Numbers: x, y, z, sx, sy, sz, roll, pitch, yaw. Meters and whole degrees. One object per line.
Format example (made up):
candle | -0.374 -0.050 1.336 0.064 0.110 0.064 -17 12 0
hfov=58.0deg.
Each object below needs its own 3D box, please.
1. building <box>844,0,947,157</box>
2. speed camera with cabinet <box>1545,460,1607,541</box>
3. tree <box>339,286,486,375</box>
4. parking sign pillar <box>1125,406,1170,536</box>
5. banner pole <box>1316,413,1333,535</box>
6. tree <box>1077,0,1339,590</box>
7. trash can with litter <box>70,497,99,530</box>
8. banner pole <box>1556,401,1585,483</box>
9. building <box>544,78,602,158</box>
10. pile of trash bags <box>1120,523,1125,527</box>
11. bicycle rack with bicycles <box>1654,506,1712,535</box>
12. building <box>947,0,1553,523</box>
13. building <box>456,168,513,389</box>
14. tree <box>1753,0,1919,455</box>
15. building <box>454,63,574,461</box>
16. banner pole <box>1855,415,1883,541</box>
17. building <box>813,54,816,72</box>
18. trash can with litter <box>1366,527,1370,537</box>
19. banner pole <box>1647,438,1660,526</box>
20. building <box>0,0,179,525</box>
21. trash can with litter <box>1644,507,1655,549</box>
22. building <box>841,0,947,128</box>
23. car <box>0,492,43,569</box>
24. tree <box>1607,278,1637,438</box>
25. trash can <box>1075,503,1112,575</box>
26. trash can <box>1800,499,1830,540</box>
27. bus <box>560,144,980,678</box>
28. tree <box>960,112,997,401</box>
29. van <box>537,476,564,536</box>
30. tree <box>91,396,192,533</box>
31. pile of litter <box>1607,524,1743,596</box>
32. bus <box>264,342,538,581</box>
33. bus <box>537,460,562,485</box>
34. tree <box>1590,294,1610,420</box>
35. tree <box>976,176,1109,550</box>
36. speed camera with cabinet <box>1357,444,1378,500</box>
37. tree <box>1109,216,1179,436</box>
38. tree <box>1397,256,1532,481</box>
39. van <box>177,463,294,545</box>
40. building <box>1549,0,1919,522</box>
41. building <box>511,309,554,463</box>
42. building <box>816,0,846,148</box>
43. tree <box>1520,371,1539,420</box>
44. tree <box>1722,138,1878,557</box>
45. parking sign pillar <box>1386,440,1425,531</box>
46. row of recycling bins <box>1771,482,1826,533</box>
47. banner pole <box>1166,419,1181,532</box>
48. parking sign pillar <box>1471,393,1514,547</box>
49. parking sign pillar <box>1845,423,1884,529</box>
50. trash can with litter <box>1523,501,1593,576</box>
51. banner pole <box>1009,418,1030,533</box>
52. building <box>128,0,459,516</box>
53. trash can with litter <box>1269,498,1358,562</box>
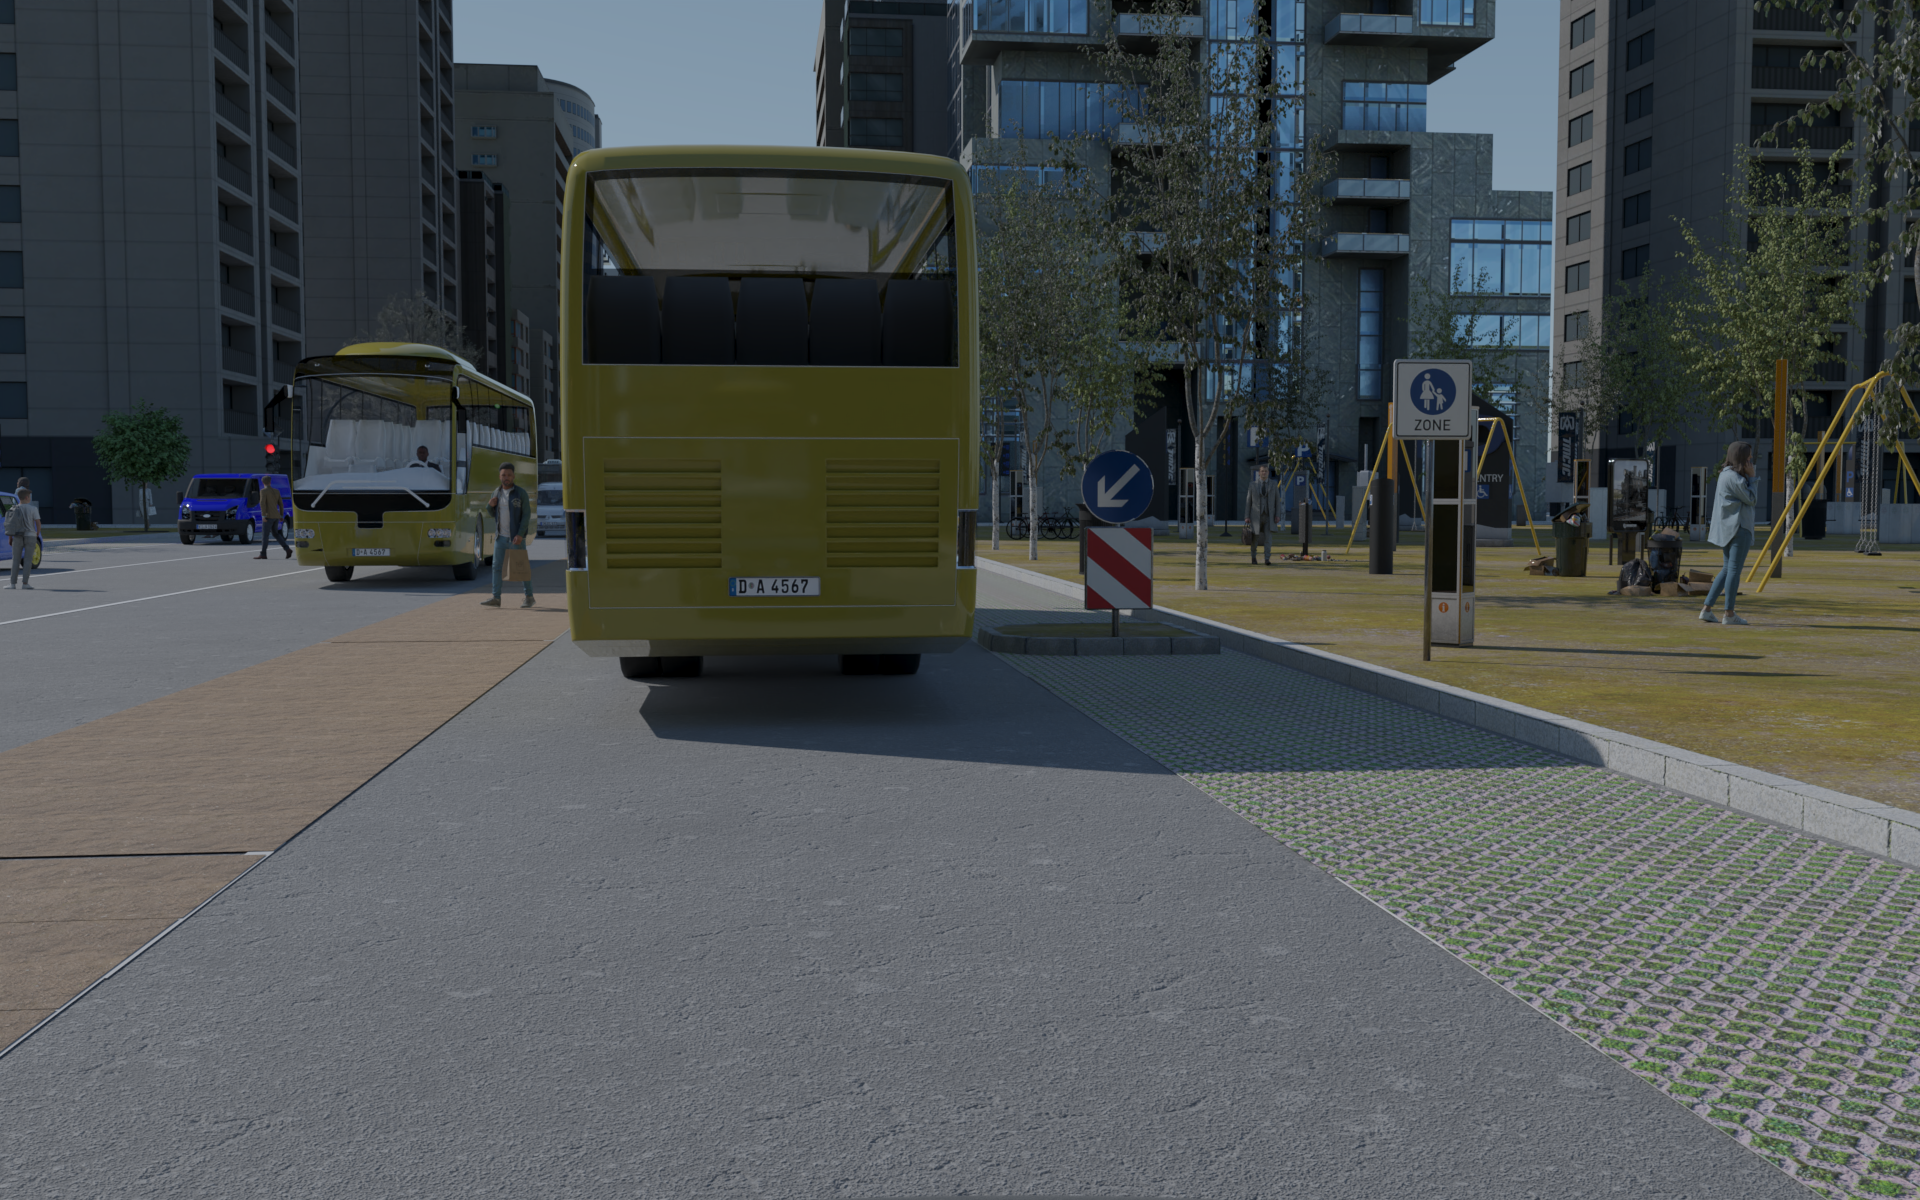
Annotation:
building | -0.176 -20.471 106.407 14.160 30.474 14.107 0 4 -7
speed camera with cabinet | 17.025 -3.270 47.803 2.038 3.252 0.660 -2 4 -34
tree | -32.528 -11.754 102.548 12.009 13.543 11.850 0 3 0
parking sign pillar | 5.787 -3.986 53.644 1.447 3.967 1.447 2 4 26
banner pole | 11.347 -3.917 54.064 0.401 3.779 0.863 -1 4 -21
tree | 3.158 -4.424 22.701 4.360 8.622 3.978 0 3 0
trash can with litter | -30.771 -3.028 60.898 0.624 1.170 1.055 0 4 -3
banner pole | 16.465 -3.459 46.570 0.863 3.779 0.401 0 4 2
building | -61.890 -42.902 243.440 21.231 58.520 28.212 0 4 -7
pile of trash bags | 6.154 -3.312 63.908 1.912 1.369 3.447 -2 4 -24
bicycle rack with bicycles | 21.572 -2.299 50.971 2.925 0.926 2.852 -2 4 -24
building | 11.422 -47.361 87.021 31.000 86.520 22.319 0 4 -7
building | -47.756 -23.351 153.493 14.160 30.474 14.107 0 4 -7
tree | 6.835 -3.729 11.325 4.360 8.622 3.978 0 3 0
building | -56.105 -35.192 199.093 21.300 48.544 21.600 0 4 -7
banner pole | 25.265 -3.548 48.035 0.863 3.779 0.401 3 4 36
building | -0.951 -36.639 188.288 28.713 52.752 27.495 0 4 -7
trash can with litter | 12.373 -2.434 51.185 1.055 1.170 0.624 2 4 30
banner pole | 27.626 -4.832 69.022 0.401 3.779 0.863 -2 4 -31
building | -40.595 -39.292 80.676 20.563 71.187 20.611 0 4 -7
trash can with litter | 16.174 -1.779 40.471 1.055 1.170 0.624 1 4 16
building | 2.172 -31.619 136.572 23.786 49.044 30.456 0 4 -7
car | -18.412 -1.358 31.788 1.945 1.707 3.694 0 4 -5
tree | 19.572 -5.677 43.178 4.737 8.622 4.395 0 3 0
trash can | 2.119 -0.900 26.363 0.748 1.137 0.748 0 3 0
trash can | 24.070 -2.272 48.807 0.748 1.137 0.748 0 3 0
bus | -1.824 -1.523 16.447 2.896 3.916 12.252 0 4 -7
tree | 1.293 -5.068 33.220 4.360 8.622 3.978 0 3 0
van | -13.588 -3.137 58.297 2.013 2.044 4.112 0 4 -6
tree | -27.520 -4.570 58.433 4.285 4.588 4.351 0 3 0
pile of litter | 9.142 -0.498 22.105 1.719 0.858 1.176 1 4 13
bus | -9.662 -2.459 31.755 2.896 3.916 12.252 0 4 -8
bus | -21.646 -5.944 92.038 2.948 3.499 13.247 0 4 -7
tree | 22.208 -6.433 55.547 4.737 8.622 4.395 0 3 0
tree | 0.583 -5.459 39.616 4.737 8.622 4.395 0 3 0
speed camera with cabinet | 16.747 -4.531 68.425 2.038 3.252 0.660 3 4 39
tree | 3.549 -5.808 45.324 4.737 8.622 4.395 0 3 0
tree | 15.647 -6.392 54.864 4.737 8.622 4.395 0 3 0
van | -21.282 -2.846 50.921 2.240 2.365 5.245 0 4 -5
building | 45.316 -39.789 88.798 20.611 71.187 20.563 0 4 -7
building | -56.699 -20.148 174.459 27.650 21.520 28.899 0 4 -7
building | -2.446 -33.018 163.545 21.300 48.544 21.600 0 4 -7
tree | 23.988 -7.106 66.552 4.360 8.622 3.978 0 3 0
tree | 16.759 -5.193 35.267 4.737 8.622 4.395 0 3 0
parking sign pillar | 15.463 -4.393 60.295 1.447 3.967 1.447 -2 4 -32
row of recycling bins | 28.107 -3.108 57.921 1.069 1.692 3.534 3 5 43
banner pole | 7.202 -4.175 58.278 0.401 3.779 0.863 -3 5 -40
parking sign pillar | 12.819 -3.296 42.366 1.447 3.967 1.447 2 4 30
parking sign pillar | 33.465 -4.625 64.092 1.447 3.967 1.447 -1 4 -16
trash can with litter | 9.322 -0.959 27.062 0.624 1.170 1.055 -3 4 -39
banner pole | 2.005 -4.107 57.169 0.863 3.779 0.401 -3 5 -41
building | -45.703 -42.031 125.465 20.563 71.187 20.611 0 4 -7
trash can with litter | 6.824 -1.393 33.836 1.678 1.210 2.233 0 4 6
